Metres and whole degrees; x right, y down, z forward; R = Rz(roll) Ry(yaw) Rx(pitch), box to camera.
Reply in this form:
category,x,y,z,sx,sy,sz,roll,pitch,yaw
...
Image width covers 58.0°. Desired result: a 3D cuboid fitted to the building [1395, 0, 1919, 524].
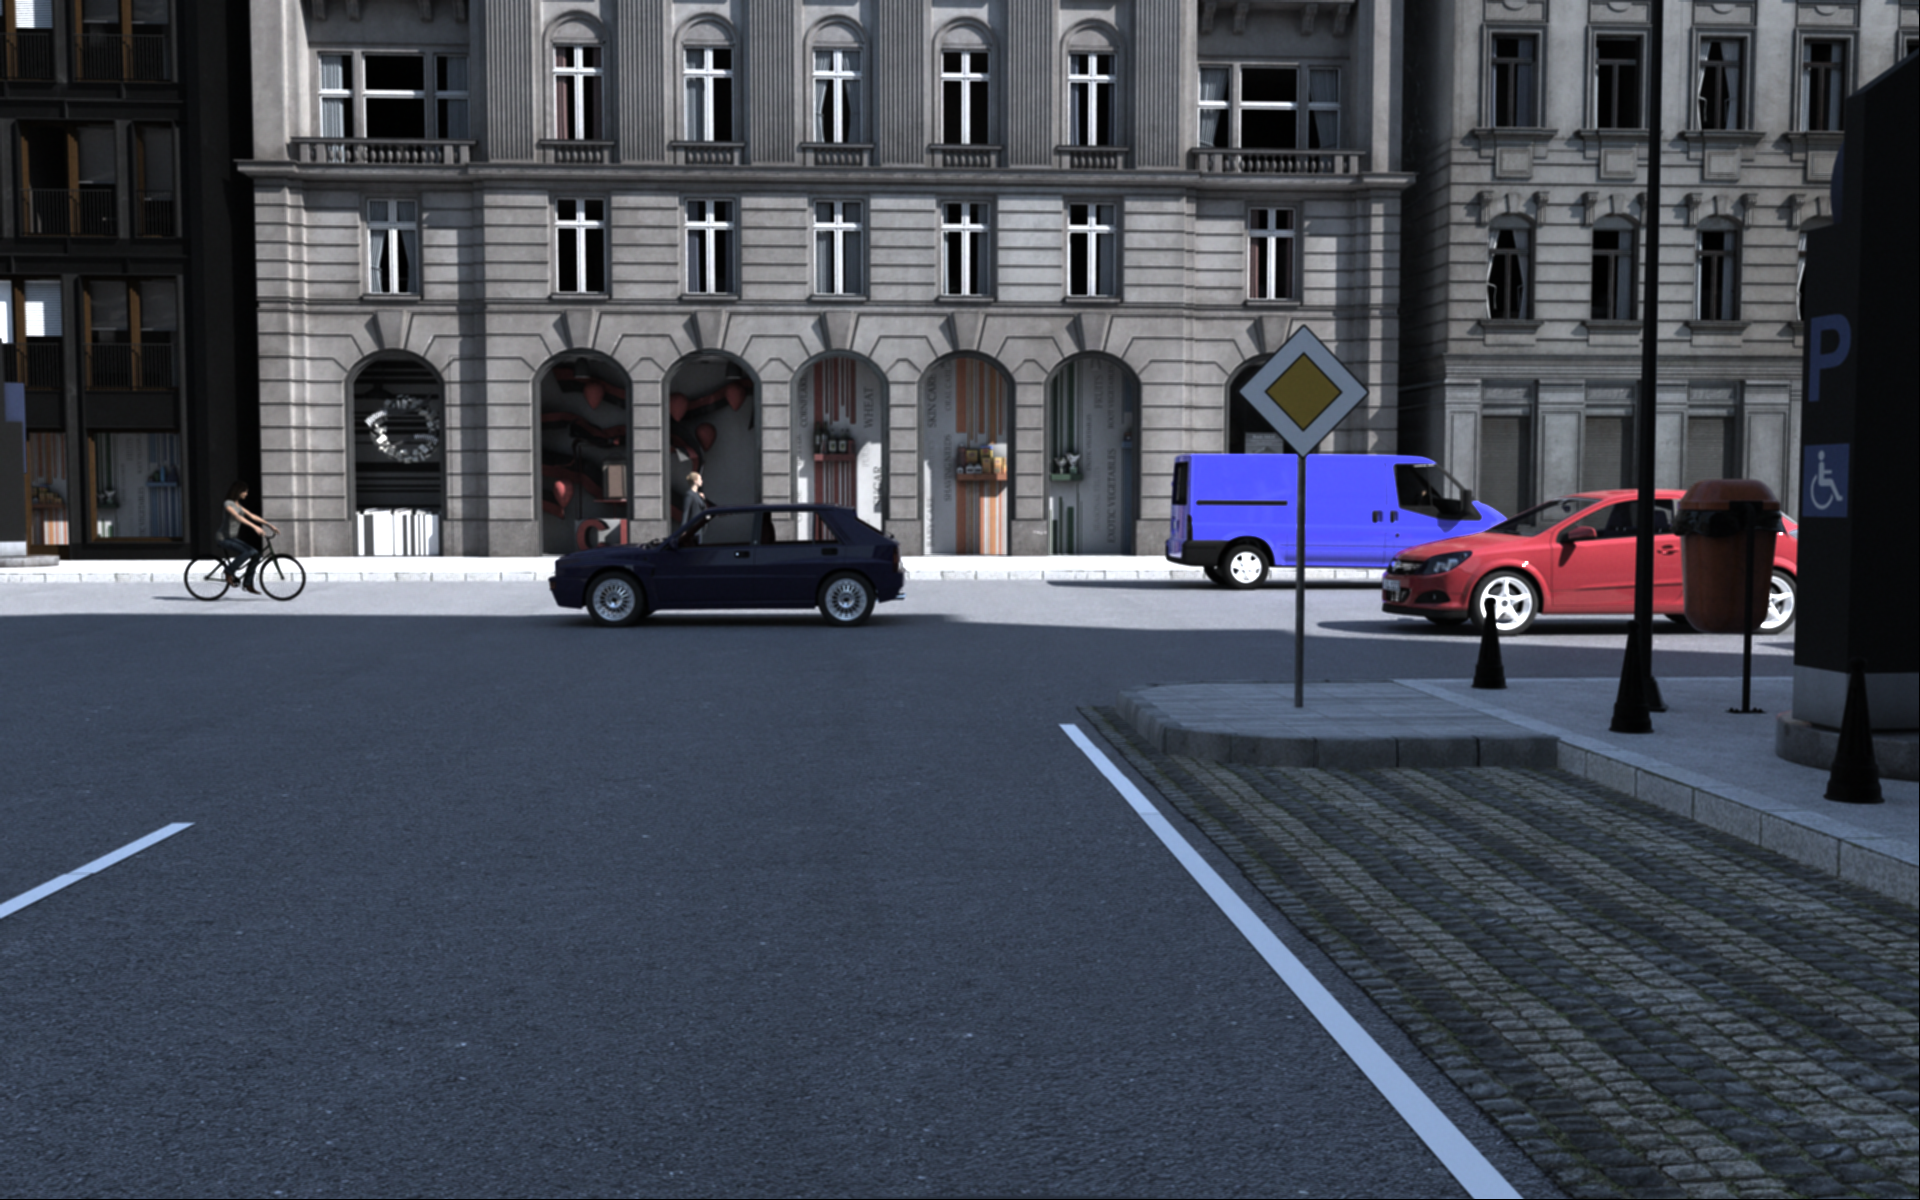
category,x,y,z,sx,sy,sz,roll,pitch,yaw
building,18.443,-11.663,39.836,18.267,20.994,9.793,0,4,-3

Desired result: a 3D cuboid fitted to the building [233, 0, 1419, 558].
category,x,y,z,sx,sy,sz,roll,pitch,yaw
building,-2.797,-12.156,40.549,24.055,21.916,13.314,0,4,-3

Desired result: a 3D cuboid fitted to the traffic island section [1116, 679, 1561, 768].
category,x,y,z,sx,sy,sz,roll,pitch,yaw
traffic island section,2.061,0.724,10.443,2.009,0.180,2.903,0,4,-3

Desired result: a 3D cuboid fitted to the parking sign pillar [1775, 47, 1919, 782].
category,x,y,z,sx,sy,sz,roll,pitch,yaw
parking sign pillar,4.696,-1.205,8.167,1.447,3.967,1.447,0,4,-7

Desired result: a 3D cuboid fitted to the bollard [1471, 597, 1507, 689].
category,x,y,z,sx,sy,sz,roll,pitch,yaw
bollard,3.513,0.279,11.476,0.229,0.601,0.229,0,3,0

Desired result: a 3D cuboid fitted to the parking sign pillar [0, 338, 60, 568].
category,x,y,z,sx,sy,sz,roll,pitch,yaw
parking sign pillar,-16.779,-2.577,30.603,1.447,3.967,1.447,-2,4,-28

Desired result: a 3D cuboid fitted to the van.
category,x,y,z,sx,sy,sz,roll,pitch,yaw
van,5.873,-1.364,26.688,5.245,2.365,2.240,0,4,-1

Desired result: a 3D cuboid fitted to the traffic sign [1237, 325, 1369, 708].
category,x,y,z,sx,sy,sz,roll,pitch,yaw
traffic sign,2.038,-0.411,10.364,0.795,2.450,0.064,0,4,-3

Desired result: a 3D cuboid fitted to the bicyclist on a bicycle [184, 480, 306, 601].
category,x,y,z,sx,sy,sz,roll,pitch,yaw
bicyclist on a bicycle,-9.576,-0.804,23.174,1.625,1.676,1.499,0,4,-2

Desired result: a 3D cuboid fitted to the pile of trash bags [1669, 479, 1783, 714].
category,x,y,z,sx,sy,sz,roll,pitch,yaw
pile of trash bags,6.006,-0.044,10.465,3.447,1.369,1.912,0,4,-4

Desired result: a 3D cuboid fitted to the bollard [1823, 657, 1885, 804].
category,x,y,z,sx,sy,sz,roll,pitch,yaw
bollard,3.756,0.537,7.261,0.229,0.601,0.229,0,3,0

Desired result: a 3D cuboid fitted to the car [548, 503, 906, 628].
category,x,y,z,sx,sy,sz,roll,pitch,yaw
car,-2.546,-0.417,19.403,3.894,1.354,1.945,0,4,-2

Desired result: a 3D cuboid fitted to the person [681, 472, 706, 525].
category,x,y,z,sx,sy,sz,roll,pitch,yaw
person,-4.204,-1.108,27.030,0.534,1.772,0.576,-1,4,-13

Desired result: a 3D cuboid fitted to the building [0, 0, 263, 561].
category,x,y,z,sx,sy,sz,roll,pitch,yaw
building,-22.732,-12.770,38.473,15.834,23.373,12.332,0,4,-3

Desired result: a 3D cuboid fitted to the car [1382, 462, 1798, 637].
category,x,y,z,sx,sy,sz,roll,pitch,yaw
car,6.712,-0.568,18.321,4.494,1.783,2.155,0,4,-4

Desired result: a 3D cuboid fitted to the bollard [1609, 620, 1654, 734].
category,x,y,z,sx,sy,sz,roll,pitch,yaw
bollard,3.635,0.409,9.362,0.229,0.601,0.229,0,3,0

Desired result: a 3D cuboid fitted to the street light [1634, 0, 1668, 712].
category,x,y,z,sx,sy,sz,roll,pitch,yaw
street light,3.532,-2.300,10.150,1.470,5.913,1.316,0,4,-3
